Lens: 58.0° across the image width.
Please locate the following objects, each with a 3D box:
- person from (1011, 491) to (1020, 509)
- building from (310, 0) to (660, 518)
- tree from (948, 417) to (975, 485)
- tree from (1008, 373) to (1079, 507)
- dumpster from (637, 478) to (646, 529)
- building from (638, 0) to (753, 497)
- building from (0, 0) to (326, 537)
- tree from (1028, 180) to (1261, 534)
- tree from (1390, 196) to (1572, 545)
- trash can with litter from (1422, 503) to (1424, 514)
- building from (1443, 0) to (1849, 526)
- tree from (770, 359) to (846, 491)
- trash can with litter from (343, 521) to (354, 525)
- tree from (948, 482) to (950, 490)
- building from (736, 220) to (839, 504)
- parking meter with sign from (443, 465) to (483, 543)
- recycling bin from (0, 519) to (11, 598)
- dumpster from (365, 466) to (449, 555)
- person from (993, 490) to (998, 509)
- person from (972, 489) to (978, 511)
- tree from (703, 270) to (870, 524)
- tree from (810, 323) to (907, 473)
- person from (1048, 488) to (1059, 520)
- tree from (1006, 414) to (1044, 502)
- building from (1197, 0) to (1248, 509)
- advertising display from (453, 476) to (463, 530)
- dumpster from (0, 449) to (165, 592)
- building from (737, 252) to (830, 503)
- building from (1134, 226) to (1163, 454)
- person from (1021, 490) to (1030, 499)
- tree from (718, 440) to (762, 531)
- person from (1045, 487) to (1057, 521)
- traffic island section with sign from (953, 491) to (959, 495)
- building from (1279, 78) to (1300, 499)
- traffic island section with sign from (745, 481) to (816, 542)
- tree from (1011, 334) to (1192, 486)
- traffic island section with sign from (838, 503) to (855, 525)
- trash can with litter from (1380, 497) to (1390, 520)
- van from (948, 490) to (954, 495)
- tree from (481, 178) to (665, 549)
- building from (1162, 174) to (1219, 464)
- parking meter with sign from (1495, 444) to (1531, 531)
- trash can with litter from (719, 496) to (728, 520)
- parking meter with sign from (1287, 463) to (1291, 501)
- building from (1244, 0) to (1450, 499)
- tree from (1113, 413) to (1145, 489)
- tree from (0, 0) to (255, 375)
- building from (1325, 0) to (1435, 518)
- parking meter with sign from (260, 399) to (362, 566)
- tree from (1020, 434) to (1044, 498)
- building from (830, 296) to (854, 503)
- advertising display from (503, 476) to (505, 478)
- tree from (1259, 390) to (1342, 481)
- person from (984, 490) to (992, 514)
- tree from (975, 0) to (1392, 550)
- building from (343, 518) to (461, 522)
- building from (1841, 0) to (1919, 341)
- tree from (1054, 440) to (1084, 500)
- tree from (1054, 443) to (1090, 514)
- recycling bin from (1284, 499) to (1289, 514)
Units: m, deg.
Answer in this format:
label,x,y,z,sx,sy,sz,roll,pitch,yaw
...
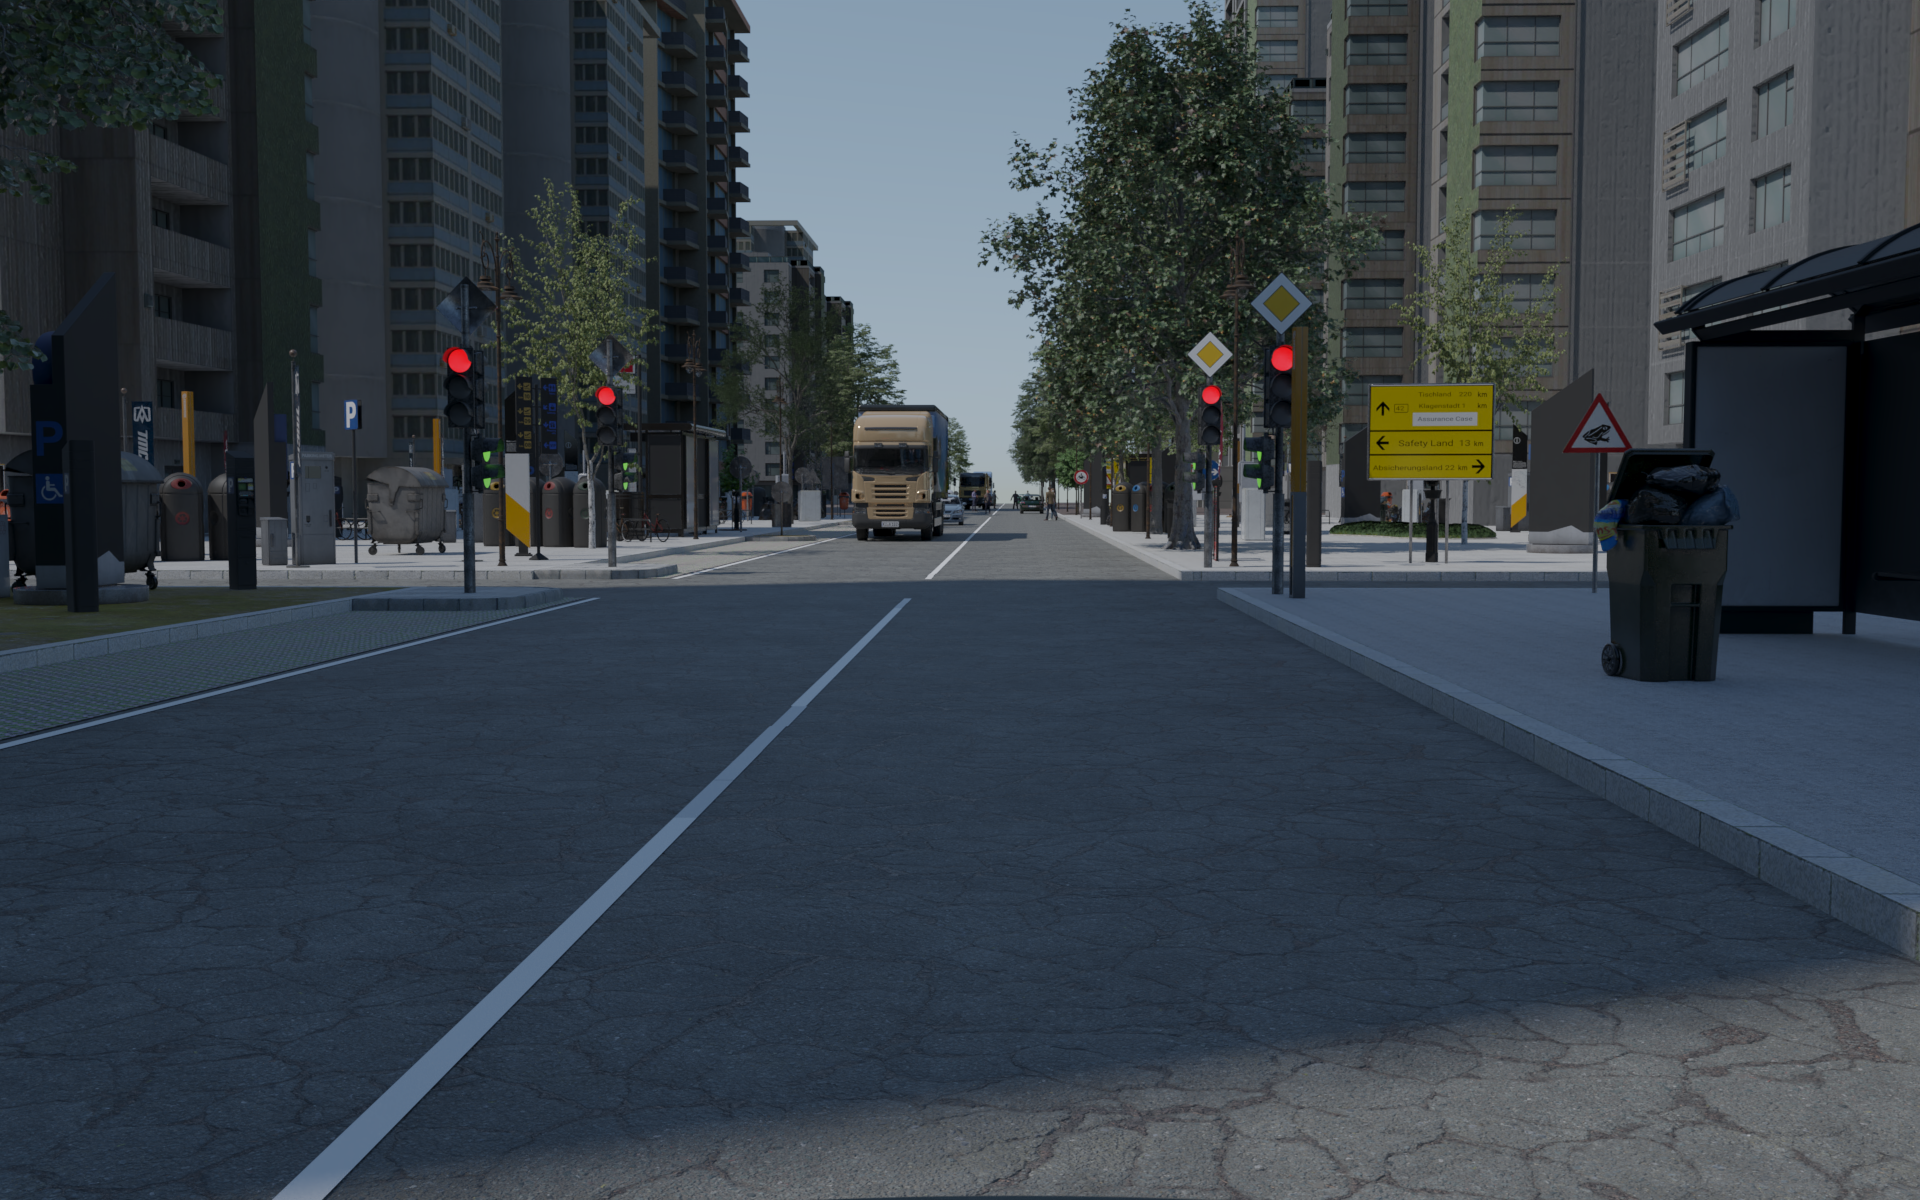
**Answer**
label,x,y,z,sx,sy,sz,roll,pitch,yaw
person,5.232,-9.430,163.235,0.990,1.755,0.434,1,4,18
building,-34.896,-26.070,118.118,32.217,40.220,23.993,0,4,2
tree,-1.436,-20.575,254.533,7.486,12.596,7.792,0,3,0
tree,9.306,-16.286,172.925,9.857,13.997,8.962,0,3,0
dumpster,-10.968,-3.445,62.092,1.264,1.857,1.865,0,4,2
building,-29.567,-29.972,144.667,22.147,44.769,28.867,0,4,2
building,-28.615,-17.083,51.004,14.160,30.474,14.107,0,4,2
tree,6.013,-8.396,55.396,7.486,12.596,7.792,0,3,0
tree,13.059,-5.711,43.735,4.737,8.622,4.395,0,3,0
trash can with litter,18.712,-3.697,71.830,1.055,1.170,0.624,2,4,26
building,27.834,-23.938,74.976,14.154,41.232,14.086,0,4,2
tree,-7.645,-8.546,90.086,4.360,8.622,3.978,0,3,0
trash can with litter,-26.314,-3.806,73.284,1.678,1.210,2.233,-2,4,-28
tree,-2.106,-14.884,237.949,1.663,3.219,1.824,0,3,0
building,-32.374,-32.930,230.279,32.217,40.220,23.993,0,4,2
parking meter with sign,-12.755,-3.019,45.620,1.738,3.016,0.543,-1,4,-12
recycling bin,-12.184,-0.530,21.224,0.722,1.027,0.722,0,4,-1
dumpster,-11.780,-1.904,36.886,1.264,1.857,1.865,0,4,2
person,3.416,-9.790,168.571,0.705,1.824,1.348,-1,4,-19
person,1.310,-8.242,143.127,0.599,1.838,0.709,2,4,31
tree,-7.436,-8.498,73.359,8.767,10.594,7.601,2,4,33
tree,-6.974,-12.055,115.223,7.486,12.596,7.792,0,3,0
person,5.155,-5.275,95.340,0.643,1.750,0.593,0,4,-2
tree,11.309,-20.020,237.689,12.009,13.543,11.850,0,3,0
building,32.752,-43.801,154.402,20.563,71.187,20.611,0,4,2
advertising display,-17.590,-3.456,61.724,0.974,1.923,0.123,0,4,1
dumpster,-11.366,-1.024,22.496,1.264,1.857,1.865,0,4,2
building,-24.111,-26.886,211.295,14.160,30.474,14.107,0,4,2
building,35.752,-43.242,249.005,21.231,58.520,28.212,0,4,2
person,7.120,-10.614,182.117,1.350,1.814,0.705,-1,4,-9
tree,-8.047,-4.039,60.634,1.663,3.219,1.824,0,3,0
person,4.931,-5.222,93.785,0.836,1.842,0.656,2,4,31
traffic island section with sign,0.410,-14.150,239.975,1.989,1.847,2.006,0,4,2
building,29.490,-21.525,123.630,14.160,30.474,14.107,0,4,2
traffic island section with sign,-5.440,-2.707,52.892,1.989,1.847,2.006,0,4,2
tree,6.833,-8.571,74.541,7.601,10.594,8.767,2,4,23
traffic island section with sign,-4.590,-4.387,80.351,1.989,1.847,2.006,0,4,2
trash can with litter,17.485,-3.750,72.704,1.055,1.170,0.624,-2,4,-25
van,-1.366,-10.337,176.020,2.013,2.044,4.112,0,4,1
tree,-8.722,-5.498,40.248,4.737,8.622,4.395,0,3,0
building,36.309,-34.630,220.828,22.147,44.769,28.867,0,4,2
parking meter with sign,19.322,-3.895,59.952,1.738,3.016,0.543,-2,4,-30
trash can with litter,-11.906,-4.553,85.830,0.624,1.170,1.055,-2,4,-26
parking meter with sign,19.022,-6.247,98.402,0.543,3.016,1.738,1,4,23
building,29.458,-27.754,137.380,14.154,41.232,14.086,0,4,2
tree,7.551,-8.053,82.032,4.737,8.622,4.395,0,3,0
tree,-9.573,-6.436,11.887,9.857,13.997,8.962,0,3,0
building,27.429,-19.919,97.383,14.160,30.474,14.107,0,4,2
parking meter with sign,-11.826,-2.159,31.560,1.738,3.016,0.543,-3,5,-44
tree,12.005,-19.956,252.040,9.928,11.665,9.643,0,3,0
building,-22.834,-29.211,249.303,14.160,30.474,14.107,0,4,2
advertising display,-16.662,-3.501,62.461,0.123,1.923,0.974,-3,5,-42
tree,17.002,-8.372,87.245,4.360,8.622,3.978,0,3,0
person,2.034,-7.087,124.907,0.617,1.759,0.750,0,4,-5
tree,5.186,-7.532,40.163,9.611,12.733,9.660,0,3,0
building,-36.810,-24.148,86.698,32.217,40.220,23.993,0,4,2
building,28.782,-22.265,47.624,14.086,41.232,14.154,0,4,2
tree,9.123,-11.066,131.290,4.360,8.622,3.978,0,3,0
tree,7.553,-7.806,111.349,4.285,4.588,4.351,0,3,0
recycling bin,14.861,-4.178,80.864,0.722,1.027,0.722,-3,5,-44
